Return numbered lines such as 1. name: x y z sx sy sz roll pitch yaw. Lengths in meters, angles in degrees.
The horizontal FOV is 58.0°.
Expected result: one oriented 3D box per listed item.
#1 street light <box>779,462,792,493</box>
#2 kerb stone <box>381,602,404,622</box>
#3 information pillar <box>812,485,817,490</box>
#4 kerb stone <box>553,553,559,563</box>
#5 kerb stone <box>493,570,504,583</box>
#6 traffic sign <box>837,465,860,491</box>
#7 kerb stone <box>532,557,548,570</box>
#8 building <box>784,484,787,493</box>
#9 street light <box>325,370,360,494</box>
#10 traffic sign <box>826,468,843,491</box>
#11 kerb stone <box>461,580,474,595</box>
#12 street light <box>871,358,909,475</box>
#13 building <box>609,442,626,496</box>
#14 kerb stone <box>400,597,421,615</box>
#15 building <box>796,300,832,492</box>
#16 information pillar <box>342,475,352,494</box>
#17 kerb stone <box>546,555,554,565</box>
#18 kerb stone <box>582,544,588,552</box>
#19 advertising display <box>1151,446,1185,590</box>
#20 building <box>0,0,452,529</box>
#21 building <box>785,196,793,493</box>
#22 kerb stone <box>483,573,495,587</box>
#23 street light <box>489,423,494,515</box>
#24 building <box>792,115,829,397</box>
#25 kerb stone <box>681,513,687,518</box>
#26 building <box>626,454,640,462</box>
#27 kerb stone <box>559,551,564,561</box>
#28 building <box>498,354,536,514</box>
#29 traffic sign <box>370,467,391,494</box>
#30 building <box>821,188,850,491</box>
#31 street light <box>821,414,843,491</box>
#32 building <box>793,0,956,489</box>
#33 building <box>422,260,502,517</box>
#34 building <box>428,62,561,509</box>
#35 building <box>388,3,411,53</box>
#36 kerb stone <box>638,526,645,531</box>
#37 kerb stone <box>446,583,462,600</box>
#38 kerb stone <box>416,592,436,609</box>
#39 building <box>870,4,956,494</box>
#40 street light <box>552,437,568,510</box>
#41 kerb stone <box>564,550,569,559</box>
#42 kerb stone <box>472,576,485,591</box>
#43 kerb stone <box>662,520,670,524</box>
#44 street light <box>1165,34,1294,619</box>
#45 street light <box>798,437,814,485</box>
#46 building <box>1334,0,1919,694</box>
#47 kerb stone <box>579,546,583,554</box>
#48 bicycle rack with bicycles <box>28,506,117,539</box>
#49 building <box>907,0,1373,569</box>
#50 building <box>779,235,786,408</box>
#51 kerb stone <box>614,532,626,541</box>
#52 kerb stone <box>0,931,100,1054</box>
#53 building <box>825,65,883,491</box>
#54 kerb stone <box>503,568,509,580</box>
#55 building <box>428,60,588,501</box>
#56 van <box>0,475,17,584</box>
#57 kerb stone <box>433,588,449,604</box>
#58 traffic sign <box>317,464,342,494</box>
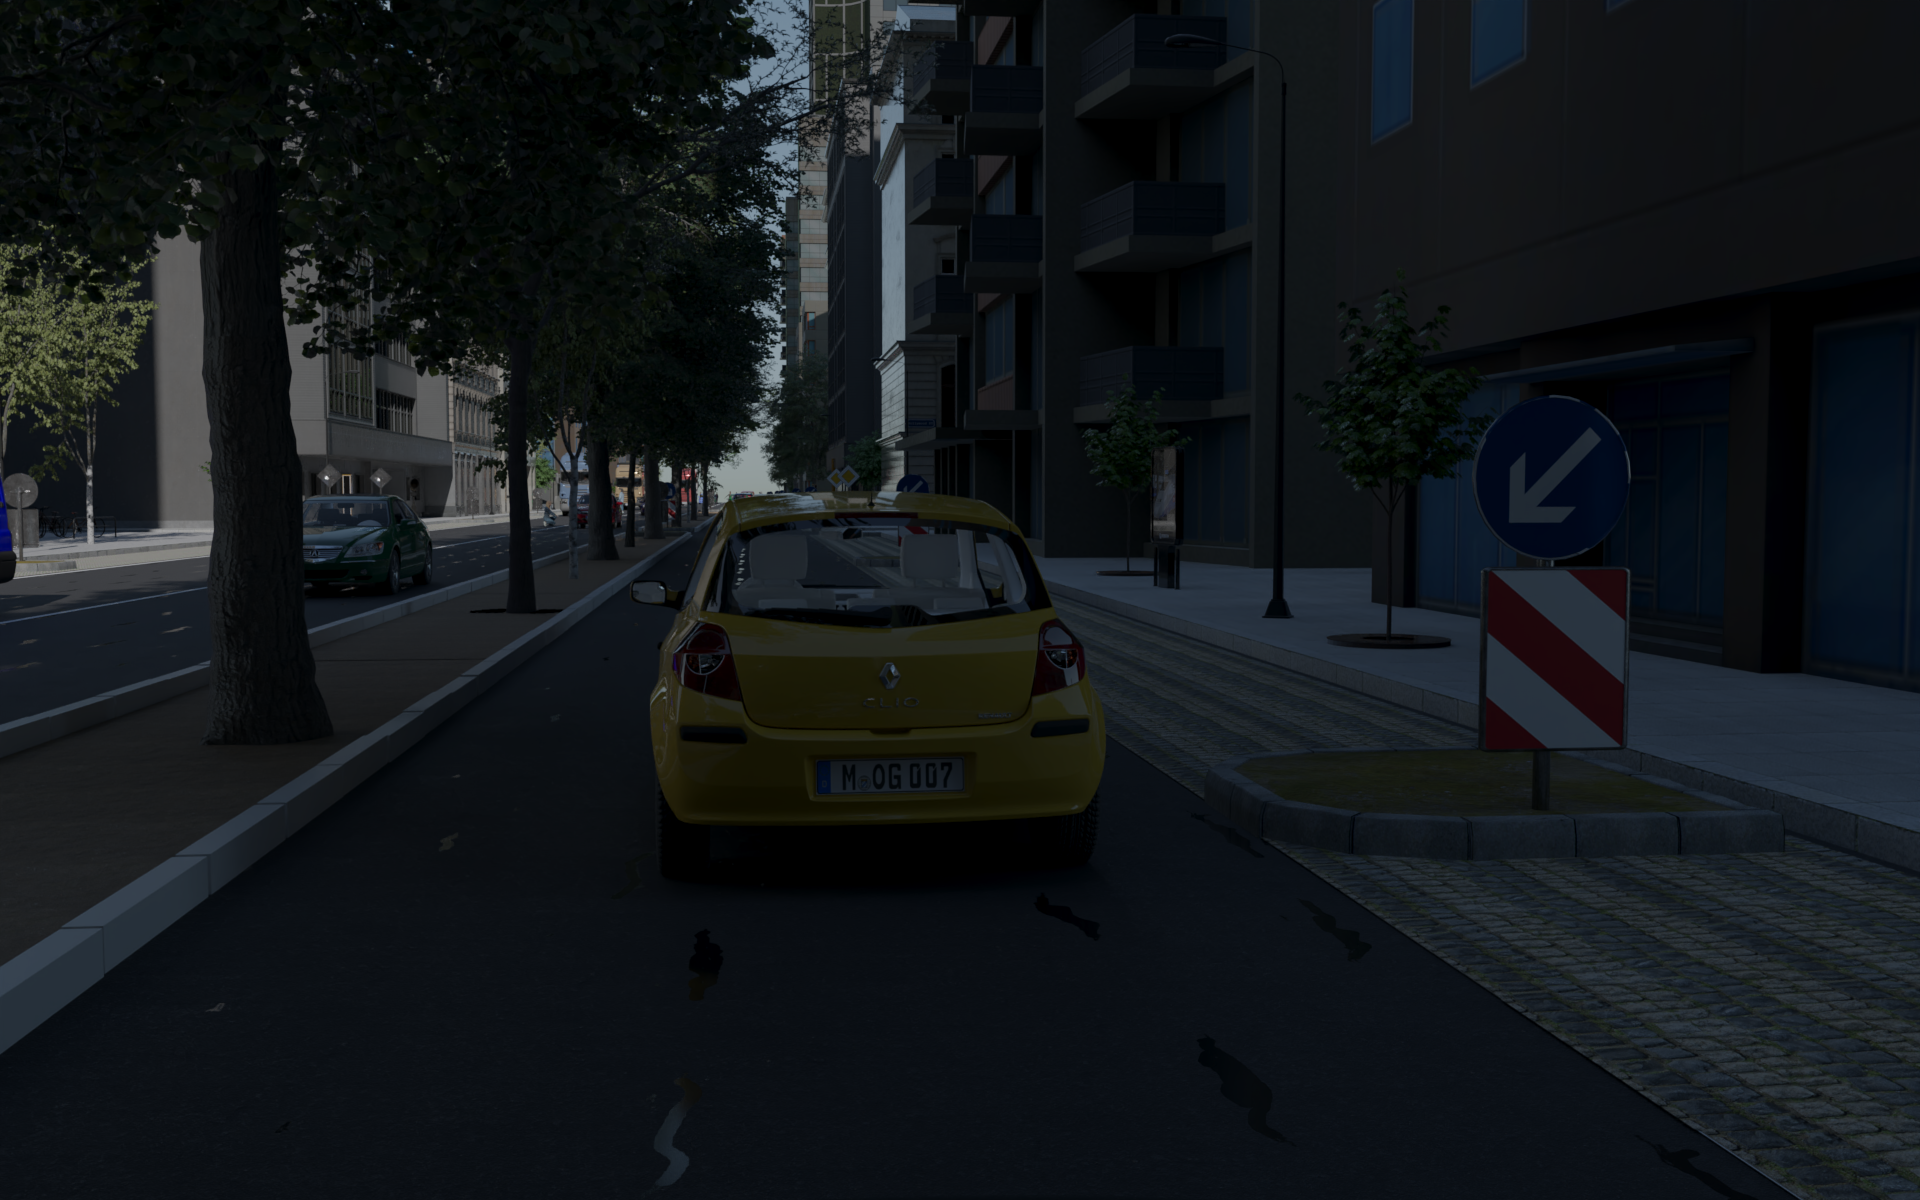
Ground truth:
1. street light: -21.707 -15.004 217.850 1.470 5.913 1.316 0 4 -7
2. kerb stone: -6.496 0.156 19.646 0.120 0.150 1.000 0 4 -7
3. information pillar: -11.161 -7.853 132.882 0.304 2.012 0.304 -3 5 -42
4. kerb stone: -8.482 -0.841 35.947 0.120 0.150 1.000 0 4 -7
5. kerb stone: -7.482 -0.342 27.787 0.120 0.150 1.000 0 4 -7
6. traffic sign: -3.812 -3.398 59.192 0.795 2.450 0.064 0 4 -7
7. kerb stone: -8.235 -0.713 33.900 0.120 0.150 1.000 0 4 -7
8. building: -10.476 -34.788 260.671 32.217 40.220 23.993 0 4 -7
9. street light: -23.200 -5.656 65.019 1.470 5.913 1.316 0 4 -7
10. traffic sign: -4.781 -3.882 67.119 0.795 2.450 0.064 0 4 -7
11. kerb stone: -7.122 -0.155 24.723 0.120 0.150 1.000 0 4 -7
12. street light: -2.335 -5.298 59.156 1.470 5.913 1.316 0 4 -7
13. building: -51.714 -35.367 228.367 14.600 45.320 14.200 0 4 -7
14. kerb stone: -6.618 0.094 20.664 0.120 0.150 1.000 0 4 -7
15. building: -1.827 -19.913 170.623 27.650 21.520 28.899 0 4 -7
16. information pillar: -23.366 -3.768 66.096 0.304 2.012 0.304 -1 4 -10
17. kerb stone: -8.363 -0.774 34.925 0.120 0.150 1.000 0 4 -7
18. kerb stone: -9.360 -1.277 43.076 0.120 0.150 1.000 0 4 -7
19. advertising display: 2.823 -1.125 23.614 0.123 1.923 0.974 -1 4 -14
20. building: -32.871 -15.861 78.388 14.314 24.678 30.058 0 4 -7
21. building: -17.165 -34.073 240.681 14.154 41.232 14.086 0 4 -7
22. kerb stone: -7.364 -0.278 26.767 0.120 0.150 1.000 0 4 -7
23. street light: -28.197 -8.172 106.151 1.470 5.913 1.316 0 4 -7
24. building: -10.755 -31.006 190.545 14.154 41.232 14.086 0 4 -7
25. kerb stone: -17.638 -5.413 110.790 0.120 0.150 1.000 0 4 -7
26. building: -57.871 -36.380 249.435 22.147 44.769 28.867 0 4 -7
27. kerb stone: -8.611 -0.903 36.966 0.120 0.150 1.000 0 4 -7
28. building: -35.848 -16.230 120.115 10.420 20.320 16.860 0 4 -7
29. traffic sign: -21.752 -3.757 65.073 0.795 2.450 0.064 0 4 -7
30. building: -3.073 -21.002 130.778 14.401 28.519 23.554 0 4 -7
31. street light: -7.377 -7.840 100.731 1.470 5.913 1.316 0 4 -7
32. building: -9.611 -47.031 207.214 20.563 71.187 20.611 0 4 -7
33. building: -33.386 -15.510 102.734 9.793 20.994 18.267 0 4 -7
34. building: -50.837 -27.975 149.272 32.217 40.220 23.993 0 4 -7
35. building: -51.140 -53.686 190.430 22.319 86.520 31.000 0 4 -7
36. kerb stone: -12.286 -2.733 67.020 0.120 0.150 1.000 0 4 -7
37. kerb stone: -6.991 -0.093 23.709 0.120 0.150 1.000 0 4 -7
38. kerb stone: -6.749 0.032 21.679 0.120 0.150 1.000 0 4 -7
39. building: 13.882 -15.734 76.342 34.723 24.649 14.460 0 4 -7
40. street light: -32.492 -10.285 140.707 1.470 5.913 1.316 0 4 -7
41. kerb stone: -8.734 -0.961 37.981 0.120 0.150 1.000 0 4 -7
42. kerb stone: -7.241 -0.216 25.752 0.120 0.150 1.000 0 4 -7
43. kerb stone: -14.655 -3.920 86.377 0.120 0.150 1.000 0 4 -7
44. street light: 2.763 -2.765 17.744 1.470 5.913 1.316 0 4 -7
45. street light: -12.579 -10.354 141.837 1.470 5.913 1.316 0 4 -7
46. building: 12.182 -22.211 13.268 14.600 45.320 14.200 0 4 -7
47. kerb stone: -9.114 -1.152 41.046 0.120 0.150 1.000 0 4 -7
48. bicycle rack with bicycles: -26.216 -2.269 50.478 2.852 0.926 2.925 1 4 13
49. building: 10.232 -23.738 42.745 22.147 44.769 28.867 0 4 -7
50. building: -18.570 -38.624 286.122 22.147 44.769 28.867 0 4 -7
51. kerb stone: -10.855 -2.021 55.293 0.120 0.150 1.000 0 4 -7
52. kerb stone: -2.541 1.078 4.635 0.120 0.150 1.000 0 4 -7
53. building: -0.682 -19.185 107.176 14.314 27.812 24.014 0 4 -7
54. kerb stone: -7.614 -0.404 28.807 0.120 0.150 1.000 0 4 -7
55. building: -44.269 -31.771 169.568 14.600 45.320 14.200 0 4 -7
56. van: -12.161 -0.858 18.410 2.240 2.365 5.245 0 4 -6
57. kerb stone: -6.872 -0.027 22.694 0.120 0.150 1.000 0 4 -7
58. traffic sign: -20.783 -3.272 57.146 0.795 2.450 0.064 0 4 -7
